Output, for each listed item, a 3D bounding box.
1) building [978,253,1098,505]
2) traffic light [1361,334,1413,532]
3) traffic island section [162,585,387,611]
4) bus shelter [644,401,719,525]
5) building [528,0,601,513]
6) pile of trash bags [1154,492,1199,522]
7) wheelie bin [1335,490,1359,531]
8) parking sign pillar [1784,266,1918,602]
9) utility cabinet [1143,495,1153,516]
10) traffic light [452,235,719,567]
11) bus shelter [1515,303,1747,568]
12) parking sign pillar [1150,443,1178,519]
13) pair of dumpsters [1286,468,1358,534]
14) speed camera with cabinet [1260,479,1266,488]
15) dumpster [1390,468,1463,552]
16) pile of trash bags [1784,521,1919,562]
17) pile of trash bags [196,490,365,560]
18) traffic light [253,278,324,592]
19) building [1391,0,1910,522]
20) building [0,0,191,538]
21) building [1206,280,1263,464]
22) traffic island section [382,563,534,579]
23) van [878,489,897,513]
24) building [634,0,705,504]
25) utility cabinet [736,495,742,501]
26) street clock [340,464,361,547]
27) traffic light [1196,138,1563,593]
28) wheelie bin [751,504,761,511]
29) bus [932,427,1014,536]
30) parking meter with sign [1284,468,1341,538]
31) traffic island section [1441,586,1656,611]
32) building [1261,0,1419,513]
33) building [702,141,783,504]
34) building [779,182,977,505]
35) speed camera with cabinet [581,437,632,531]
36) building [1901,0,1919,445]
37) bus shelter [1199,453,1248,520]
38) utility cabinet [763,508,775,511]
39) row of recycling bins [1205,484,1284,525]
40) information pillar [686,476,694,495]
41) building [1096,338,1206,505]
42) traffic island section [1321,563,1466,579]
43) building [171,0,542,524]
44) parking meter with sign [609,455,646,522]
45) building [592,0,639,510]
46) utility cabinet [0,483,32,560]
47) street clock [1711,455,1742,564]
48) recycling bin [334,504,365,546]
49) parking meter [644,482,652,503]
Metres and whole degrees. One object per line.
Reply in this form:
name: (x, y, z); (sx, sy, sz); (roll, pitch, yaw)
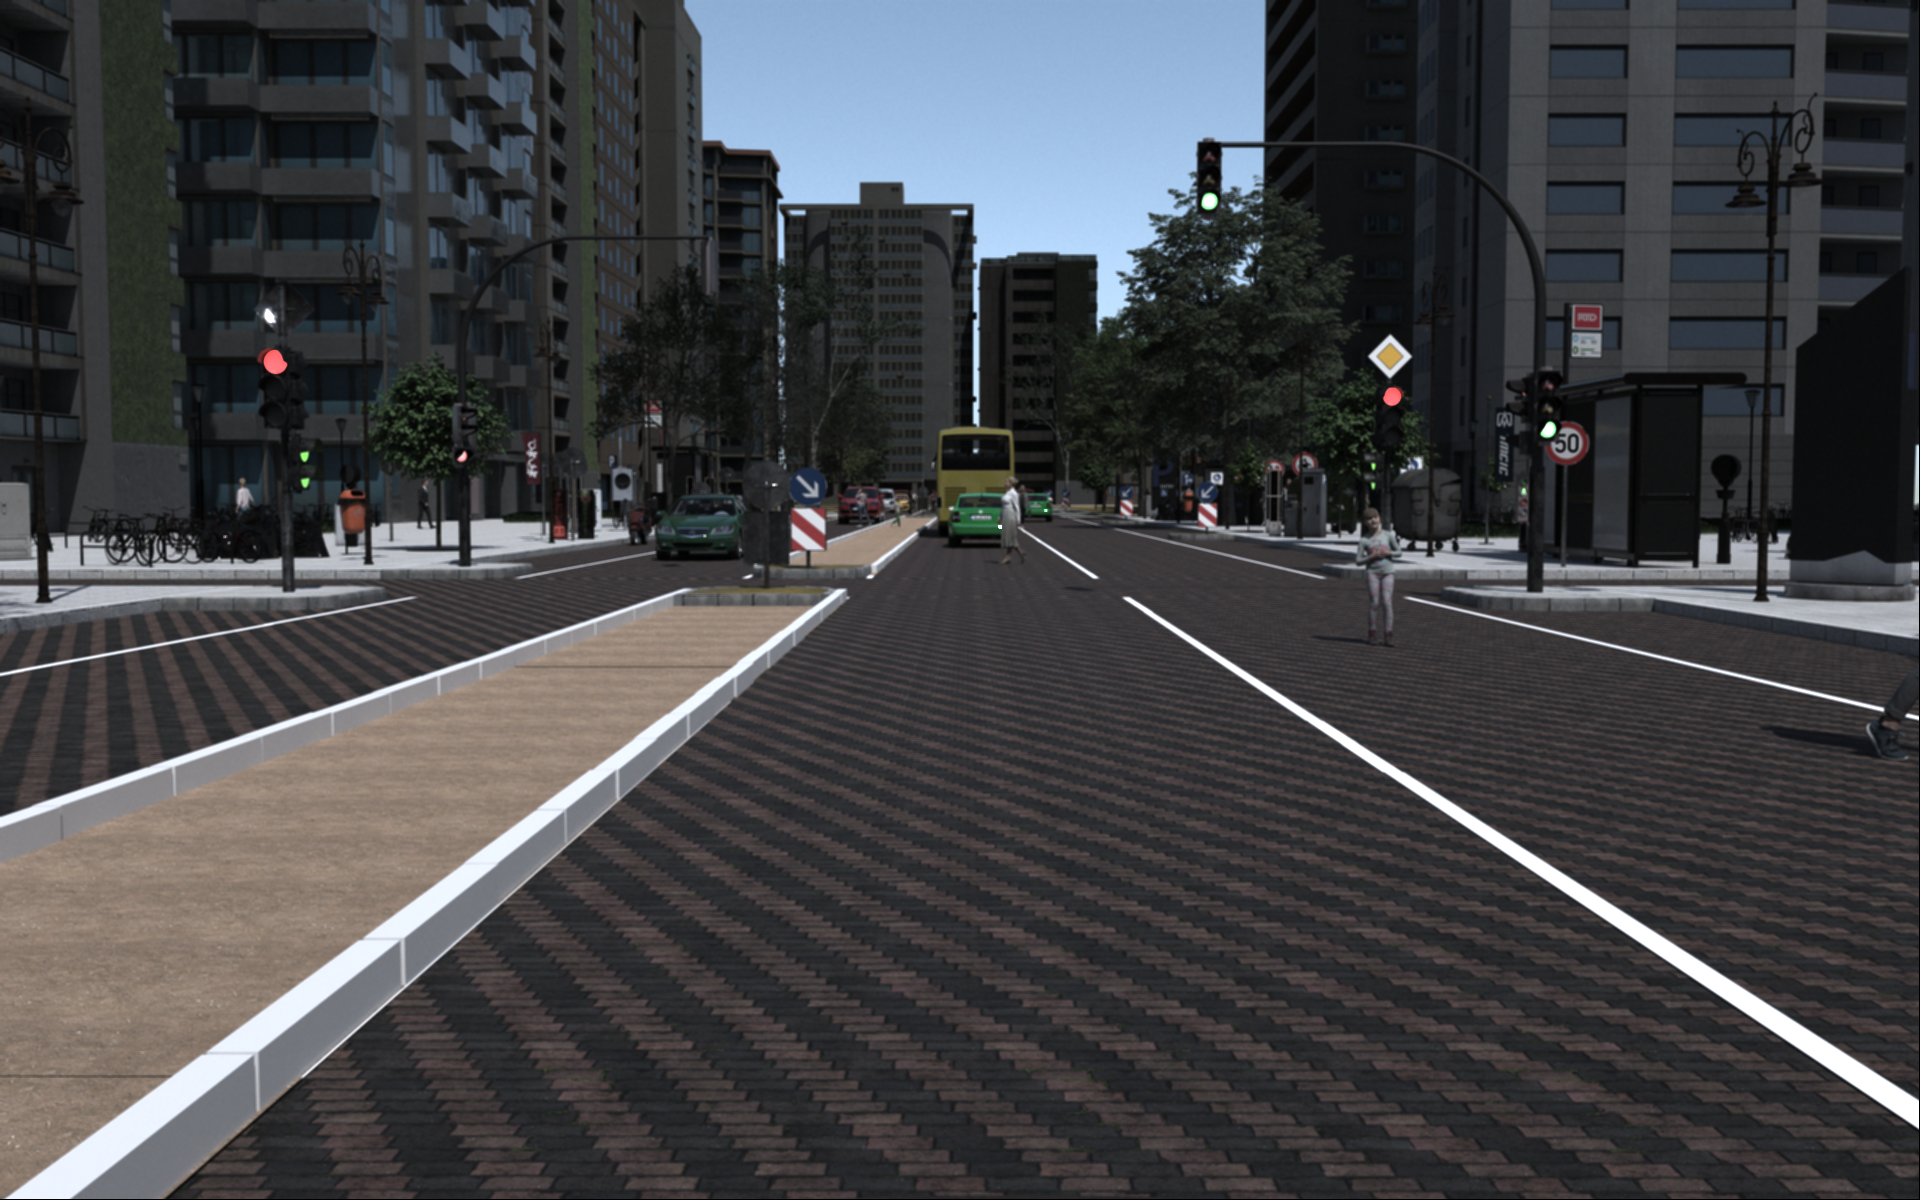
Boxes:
building: (9.243, -26.815, 210.118); (14.107, 30.474, 14.160); (0, 4, 0)
traffic light: (7.516, -2.544, 30.508); (0.839, 4.253, 0.868); (0, 4, 0)
traffic island section: (-8.820, -0.026, 22.712); (2.009, 0.180, 2.903); (0, 4, 0)
bus shelter: (-12.435, -6.079, 77.028); (2.179, 5.291, 8.768); (0, 4, 0)
building: (-32.034, -26.228, 112.422); (14.154, 41.232, 14.086); (0, 4, 0)
pile of trash bags: (10.490, -4.436, 82.289); (1.912, 1.369, 3.447); (0, 4, -8)
wheelie bin: (13.445, -3.205, 60.302); (0.693, 1.594, 0.980); (-3, 5, -40)
parking sign pillar: (10.949, -2.003, 21.215); (1.447, 3.967, 1.447); (-3, 4, -37)
utility cabinet: (10.902, -5.375, 99.041); (1.020, 1.237, 0.306); (2, 4, 32)
traffic light: (-6.653, -3.420, 30.588); (4.771, 5.953, 1.251); (0, 4, 0)
bus shelter: (12.496, -3.455, 34.120); (2.179, 5.291, 8.768); (0, 4, 0)
parking sign pillar: (10.408, -6.086, 87.977); (1.447, 3.967, 1.447); (1, 4, 19)
pair of dumpsters: (12.003, -3.360, 57.424); (1.574, 2.255, 4.437); (0, 4, 0)
speed camera with cabinet: (13.865, -5.066, 77.168); (0.660, 3.252, 2.038); (-3, 5, -43)
dumpster: (10.543, -2.041, 39.123); (1.264, 1.857, 1.865); (0, 4, 0)
pile of trash bags: (18.034, -1.459, 33.604); (3.447, 1.369, 1.912); (0, 3, 0)
pile of trash bags: (-13.636, -1.568, 35.382); (1.912, 1.369, 3.447); (3, 4, 36)
traffic light: (-8.780, -2.058, 22.577); (0.839, 4.253, 0.868); (0, 4, 0)
building: (35.037, -33.547, 90.494); (21.231, 58.520, 28.212); (0, 4, 0)
building: (-32.939, -22.425, 50.241); (14.154, 41.232, 14.086); (0, 4, 0)
building: (37.902, -18.863, 153.453); (27.650, 21.520, 28.899); (0, 4, 0)
traffic island section: (-8.786, -0.515, 30.697); (2.009, 0.180, 2.903); (0, 4, 0)
van: (-5.703, -7.608, 131.399); (2.013, 2.044, 4.112); (0, 3, 0)
building: (-35.320, -32.594, 156.611); (21.600, 48.544, 21.300); (0, 4, 0)
utility cabinet: (-11.449, -4.663, 87.398); (0.306, 1.237, 1.020); (3, 4, 38)
street clock: (-14.818, -2.298, 42.149); (0.471, 2.002, 0.358); (2, 4, 25)
traffic light: (5.389, -2.919, 22.390); (4.771, 5.953, 1.251); (0, 4, 0)
wheelie bin: (-11.829, -5.623, 99.842); (0.693, 1.594, 0.980); (2, 4, 31)
bus: (0.418, -4.325, 62.256); (2.896, 3.916, 12.252); (0, 4, -1)
parking meter with sign: (10.413, -3.348, 51.004); (1.738, 3.016, 0.543); (2, 4, 34)
traffic island section: (7.521, -0.022, 22.636); (2.009, 0.180, 2.903); (0, 4, 0)
building: (34.773, -30.810, 127.439); (21.300, 48.544, 21.600); (0, 4, 0)
building: (-36.872, -34.187, 213.582); (28.867, 44.769, 22.147); (0, 4, 0)
building: (-9.892, -32.217, 218.621); (23.993, 40.220, 32.217); (0, 4, 0)
speed camera with cabinet: (-12.379, -4.003, 59.791); (2.038, 3.252, 0.660); (-1, 4, -20)
building: (37.337, -16.954, 48.900); (14.107, 30.474, 14.160); (0, 4, 0)
bus shelter: (13.407, -5.713, 87.326); (2.014, 3.302, 5.546); (0, 3, 0)
utility cabinet: (-11.471, -5.678, 103.993); (0.306, 1.237, 1.020); (-2, 4, -32)
row of recycling bins: (11.910, -3.970, 72.018); (3.534, 1.692, 1.069); (-1, 4, -9)
information pillar: (-11.282, -4.152, 72.377); (0.304, 2.012, 0.304); (-1, 4, -16)
building: (31.657, -22.759, 217.155); (28.899, 21.520, 27.650); (0, 4, 0)
traffic island section: (7.556, -0.510, 30.621); (2.009, 0.180, 2.903); (0, 4, 0)
building: (-34.414, -28.588, 87.026); (23.786, 49.044, 30.456); (0, 4, 0)
parking meter with sign: (-15.014, -5.033, 78.551); (1.738, 3.016, 0.543); (-3, 5, -42)
building: (-31.895, -29.132, 126.413); (14.600, 45.320, 14.200); (0, 4, 0)
utility cabinet: (-18.585, -1.511, 33.382); (0.318, 1.500, 1.173); (3, 4, 37)
street clock: (14.050, -1.666, 31.804); (0.471, 2.002, 0.358); (3, 5, 42)
recycling bin: (-15.237, -1.879, 43.273); (0.722, 1.027, 0.722); (-2, 4, -23)
parking meter: (-14.883, -4.706, 82.658); (0.255, 1.863, 0.399); (1, 4, 16)
